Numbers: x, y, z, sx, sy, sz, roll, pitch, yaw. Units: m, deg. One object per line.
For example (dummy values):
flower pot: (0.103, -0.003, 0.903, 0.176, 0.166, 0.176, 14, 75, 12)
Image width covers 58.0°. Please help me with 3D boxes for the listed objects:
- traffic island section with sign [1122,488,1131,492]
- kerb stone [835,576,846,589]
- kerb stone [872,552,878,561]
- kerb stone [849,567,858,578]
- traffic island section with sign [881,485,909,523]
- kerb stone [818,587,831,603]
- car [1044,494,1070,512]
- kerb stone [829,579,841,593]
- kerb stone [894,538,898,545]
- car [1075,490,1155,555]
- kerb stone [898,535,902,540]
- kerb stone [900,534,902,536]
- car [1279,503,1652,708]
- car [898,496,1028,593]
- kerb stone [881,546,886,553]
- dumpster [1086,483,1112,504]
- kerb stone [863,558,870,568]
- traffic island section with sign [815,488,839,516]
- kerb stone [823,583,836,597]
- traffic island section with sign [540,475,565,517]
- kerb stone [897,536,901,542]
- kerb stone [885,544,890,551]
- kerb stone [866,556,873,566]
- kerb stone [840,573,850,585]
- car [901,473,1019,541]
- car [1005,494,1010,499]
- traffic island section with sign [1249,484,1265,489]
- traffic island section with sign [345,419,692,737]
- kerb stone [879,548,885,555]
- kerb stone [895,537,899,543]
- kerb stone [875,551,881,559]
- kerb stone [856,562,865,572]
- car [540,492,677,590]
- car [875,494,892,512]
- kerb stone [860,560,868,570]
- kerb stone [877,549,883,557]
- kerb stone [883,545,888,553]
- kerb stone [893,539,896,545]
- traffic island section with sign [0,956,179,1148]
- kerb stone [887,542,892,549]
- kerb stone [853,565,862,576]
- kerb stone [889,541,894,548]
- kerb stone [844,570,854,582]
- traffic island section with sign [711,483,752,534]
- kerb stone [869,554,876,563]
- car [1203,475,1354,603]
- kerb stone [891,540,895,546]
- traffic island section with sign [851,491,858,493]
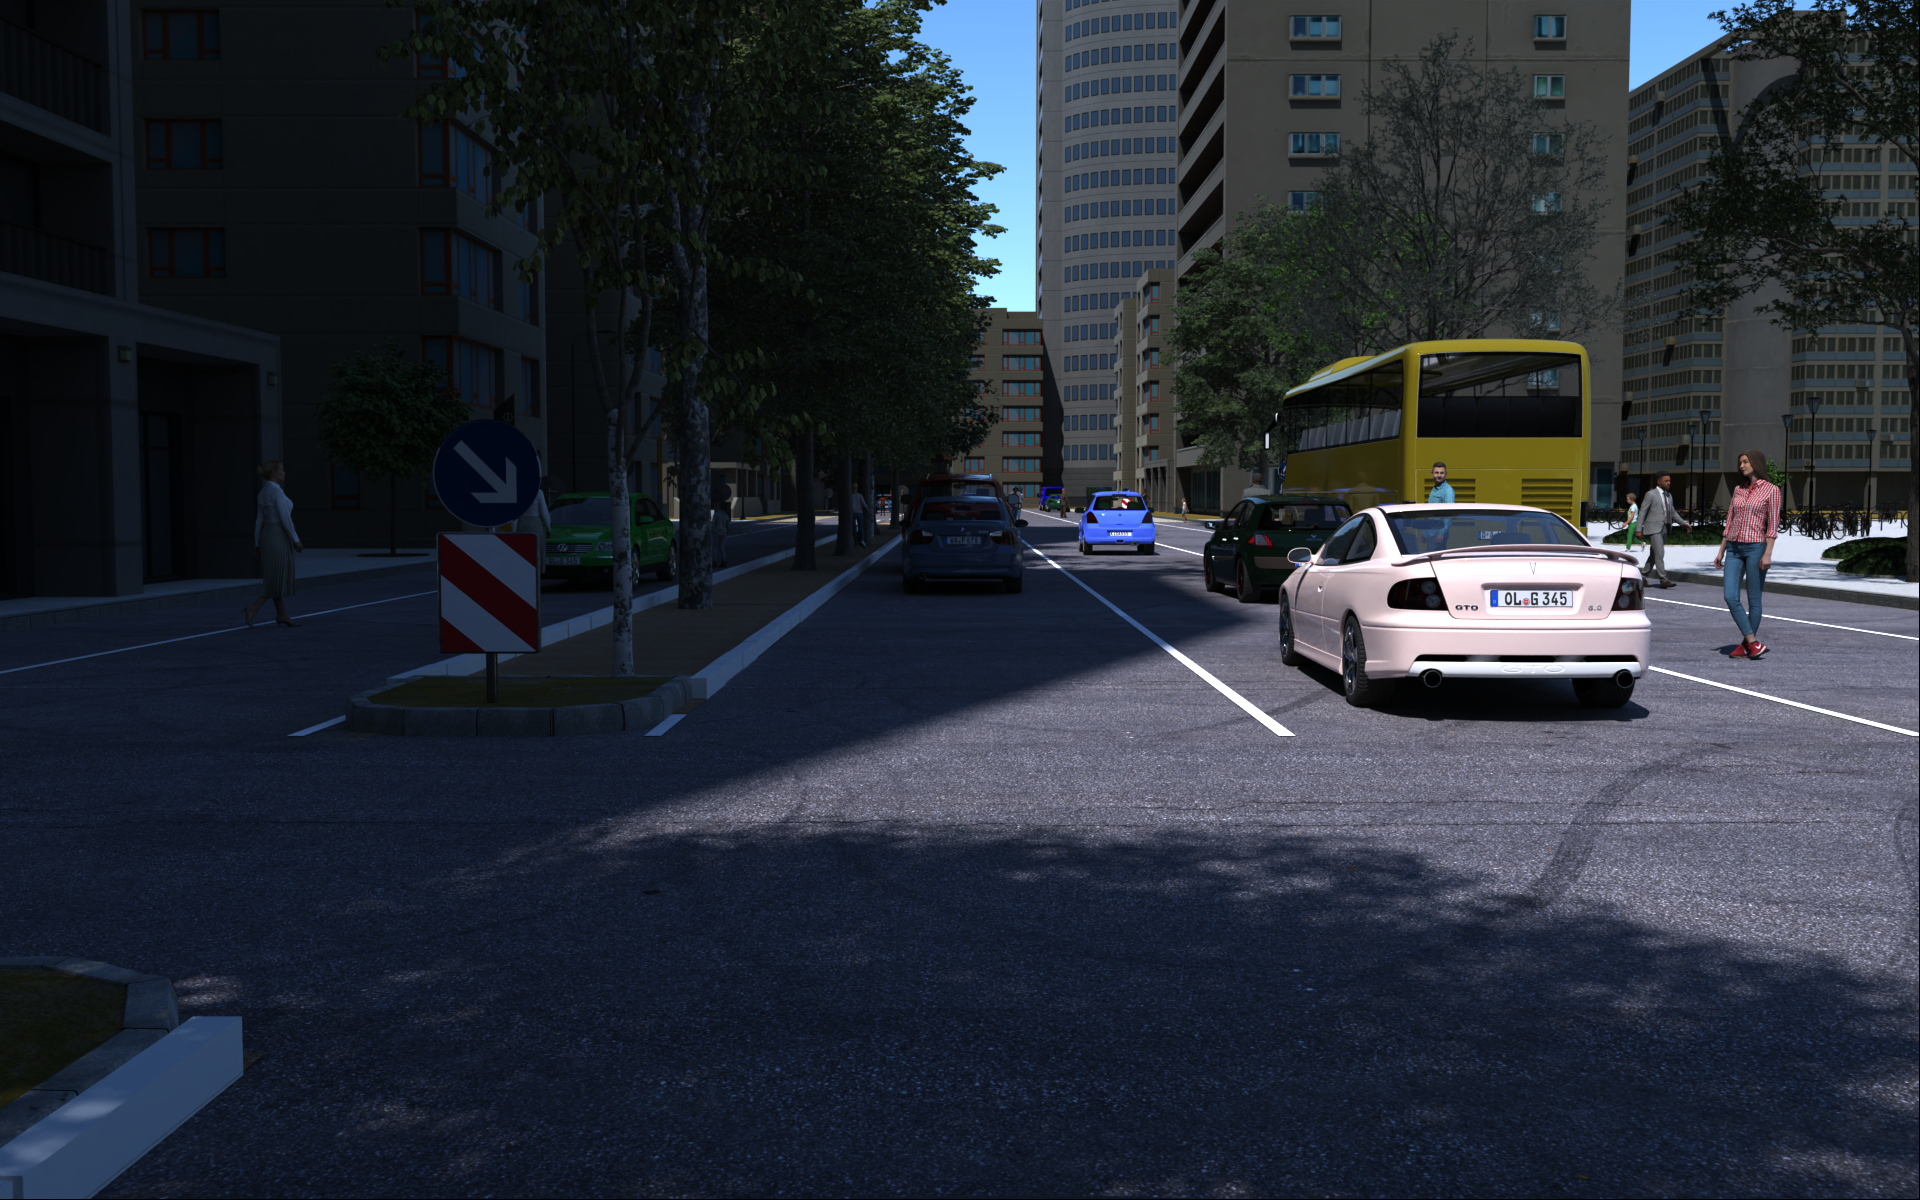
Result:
traffic island section with sign: (10.757, -6.435, 113.834, 1.989, 1.847, 2.006, 0, 3, 0)
kerb stone: (-1.839, -0.226, 25.886, 0.120, 0.150, 1.000, 0, 3, 0)
kerb stone: (-1.841, -0.850, 36.120, 0.120, 0.150, 1.000, 0, 3, 0)
kerb stone: (-1.839, -0.412, 28.959, 0.120, 0.150, 1.000, 0, 3, 0)
traffic island section with sign: (-2.911, -4.781, 86.308, 2.006, 1.907, 1.989, 0, 3, 0)
kerb stone: (-1.836, -0.035, 22.806, 0.120, 0.150, 1.000, 0, 3, 0)
car: (7.805, -7.751, 138.531, 2.131, 1.459, 4.920, 0, 4, 0)
kerb stone: (-1.837, -0.163, 24.864, 0.120, 0.150, 1.000, 0, 3, 0)
kerb stone: (-1.845, -1.542, 47.403, 0.120, 0.150, 1.000, 0, 3, 0)
car: (3.752, -1.972, 41.833, 1.945, 1.707, 3.694, 0, 4, 1)
kerb stone: (-1.854, -1.729, 50.471, 0.120, 0.150, 1.000, 0, 3, 0)
kerb stone: (-1.848, -1.790, 51.495, 0.120, 0.150, 1.000, 0, 3, 0)
car: (3.593, -0.040, 13.024, 2.083, 1.381, 4.827, 0, 4, 2)
car: (0.048, -0.879, 26.367, 2.014, 1.417, 4.499, 0, 4, 0)
kerb stone: (-1.850, -1.102, 40.220, 0.120, 0.150, 1.000, 0, 3, 0)
dumpster: (10.544, -7.731, 131.346, 1.985, 2.255, 1.502, 0, 4, 0)
kerb stone: (-1.843, -0.664, 33.051, 0.120, 0.150, 1.000, 0, 3, 0)
traffic island section with sign: (-8.655, -6.472, 114.450, 1.989, 1.847, 2.006, 0, 3, 0)
kerb stone: (-1.839, -0.098, 23.828, 0.120, 0.150, 1.000, 0, 3, 0)
traffic island section with sign: (-8.627, -1.681, 36.114, 1.989, 1.847, 2.006, 0, 3, 0)
kerb stone: (-1.848, -1.667, 49.449, 0.120, 0.150, 1.000, 0, 3, 0)
kerb stone: (-1.843, -1.227, 42.275, 0.120, 0.150, 1.000, 0, 3, 0)
kerb stone: (-1.838, -0.725, 34.073, 0.120, 0.150, 1.000, 0, 3, 0)
kerb stone: (-1.839, -0.287, 26.908, 0.120, 0.150, 1.000, 0, 3, 0)
car: (-0.007, -1.467, 32.651, 2.281, 1.827, 5.304, 0, 4, 1)
car: (3.838, -8.675, 153.637, 2.131, 1.459, 4.920, 0, 4, 1)
traffic island section with sign: (10.784, -3.406, 64.311, 1.989, 1.847, 2.006, 0, 3, 0)
traffic island section with sign: (-2.865, -0.185, 11.169, 2.006, 1.907, 1.989, 0, 3, 0)
kerb stone: (-1.842, -1.034, 39.193, 0.120, 0.150, 1.000, 0, 3, 0)
kerb stone: (-1.846, -1.602, 48.427, 0.120, 0.150, 1.000, 0, 3, 0)
kerb stone: (-1.842, -0.908, 37.143, 0.120, 0.150, 1.000, 0, 3, 0)
kerb stone: (-1.840, -0.536, 31.004, 0.120, 0.150, 1.000, 0, 3, 0)
car: (-5.648, -1.123, 27.160, 1.959, 1.807, 4.718, 0, 4, 2)
car: (-5.795, -7.431, 133.494, 2.014, 1.417, 4.499, 0, 4, -1)
kerb stone: (-1.839, -0.601, 32.026, 0.120, 0.150, 1.000, 0, 3, 0)
kerb stone: (-1.844, -0.977, 38.168, 0.120, 0.150, 1.000, 0, 3, 0)
kerb stone: (-1.844, -1.163, 41.242, 0.120, 0.150, 1.000, 0, 3, 0)
kerb stone: (-1.847, -1.479, 46.381, 0.120, 0.150, 1.000, 0, 3, 0)
traffic island section with sign: (-2.871, 0.268, 3.762, 2.006, 1.907, 1.989, 0, 3, 0)
kerb stone: (-1.848, -1.291, 43.301, 0.120, 0.150, 1.000, 0, 3, 0)
kerb stone: (-1.832, -0.475, 29.981, 0.120, 0.150, 1.000, 0, 3, 0)
kerb stone: (-1.844, -1.354, 44.328, 0.120, 0.150, 1.000, 0, 3, 0)
kerb stone: (-1.840, -0.351, 27.931, 0.120, 0.150, 1.000, 0, 3, 0)
traffic island section with sign: (-8.641, -3.330, 63.069, 1.989, 1.847, 2.006, 0, 3, 0)
kerb stone: (-1.843, -0.789, 35.095, 0.120, 0.150, 1.000, 0, 3, 0)
car: (4.504, -0.881, 24.186, 2.009, 1.686, 4.222, 0, 4, -1)
kerb stone: (-1.844, -1.416, 45.350, 0.120, 0.150, 1.000, 0, 3, 0)
traffic island section with sign: (-8.680, -8.176, 142.298, 1.989, 1.847, 2.006, 0, 3, 0)
